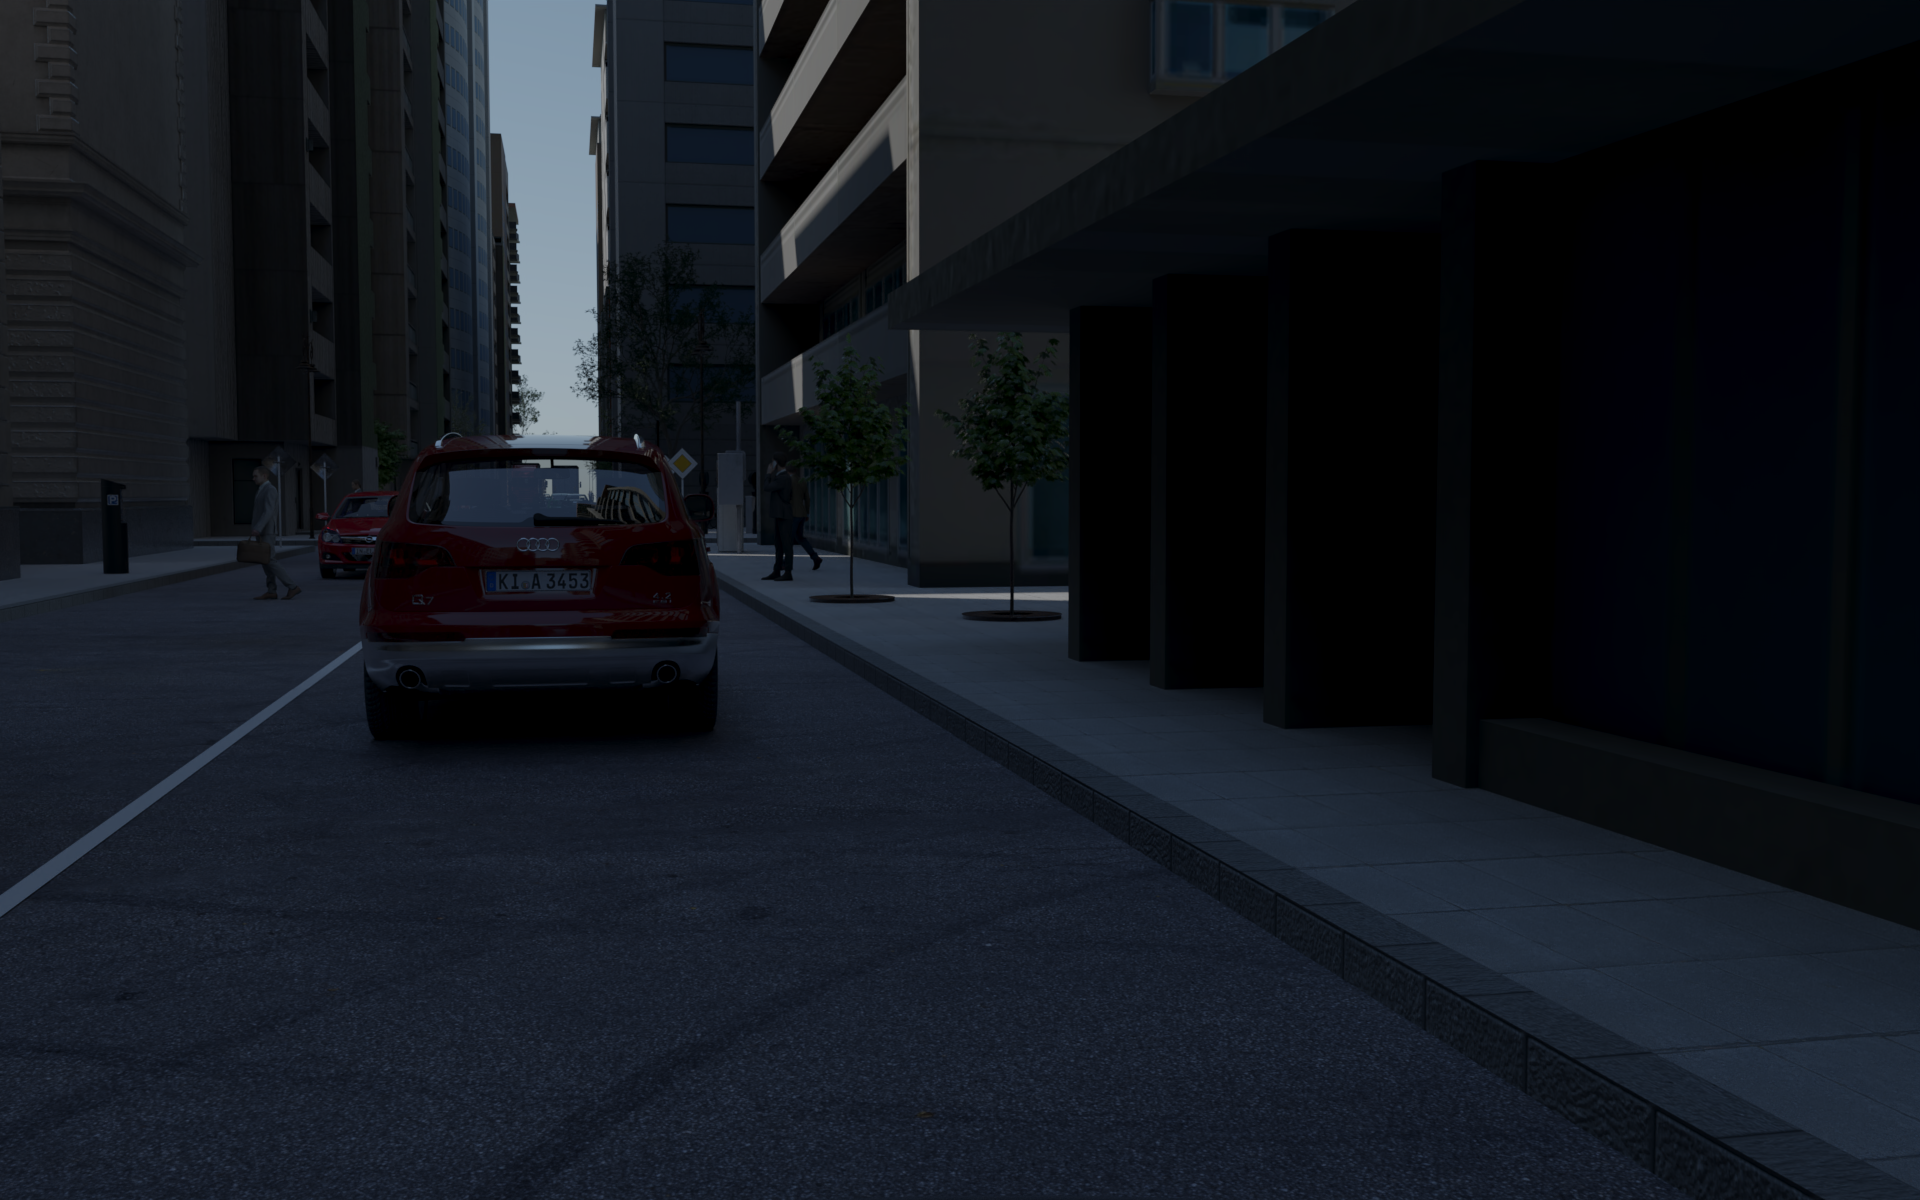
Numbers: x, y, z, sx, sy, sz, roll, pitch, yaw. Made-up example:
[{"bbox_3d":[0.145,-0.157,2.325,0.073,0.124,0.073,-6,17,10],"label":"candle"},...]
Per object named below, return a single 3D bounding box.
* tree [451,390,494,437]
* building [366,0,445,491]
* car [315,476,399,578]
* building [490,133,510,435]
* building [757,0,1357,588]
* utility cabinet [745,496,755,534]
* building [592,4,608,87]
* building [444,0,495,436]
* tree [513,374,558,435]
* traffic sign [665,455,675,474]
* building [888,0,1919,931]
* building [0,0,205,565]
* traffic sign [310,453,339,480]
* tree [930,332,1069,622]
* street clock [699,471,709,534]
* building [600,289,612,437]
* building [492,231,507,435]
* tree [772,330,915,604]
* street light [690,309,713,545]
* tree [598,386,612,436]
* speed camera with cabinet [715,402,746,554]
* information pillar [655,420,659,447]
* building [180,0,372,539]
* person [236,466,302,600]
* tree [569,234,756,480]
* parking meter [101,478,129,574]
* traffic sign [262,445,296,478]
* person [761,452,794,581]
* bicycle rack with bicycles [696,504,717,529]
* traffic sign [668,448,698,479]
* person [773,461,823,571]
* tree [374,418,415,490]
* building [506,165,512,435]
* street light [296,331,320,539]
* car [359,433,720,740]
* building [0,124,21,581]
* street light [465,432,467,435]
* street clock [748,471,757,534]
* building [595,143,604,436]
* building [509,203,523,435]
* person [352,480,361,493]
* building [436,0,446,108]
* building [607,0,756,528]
[{"bbox_3d":[-34.474,-10.383,120.131,4.360,8.622,3.978,0,3,0],"label":"tree"},{"bbox_3d":[-30.317,-23.932,74.884,14.154,41.232,14.086,-1,4,-13],"label":"building"},{"bbox_3d":[-10.317,-1.342,30.974,2.155,1.783,4.494,-1,4,-12],"label":"car"},{"bbox_3d":[-61.851,-34.171,208.811,14.600,45.320,14.200,-1,4,-13],"label":"building"},{"bbox_3d":[7.529,-25.139,34.723,21.300,48.544,21.600,-1,4,-13],"label":"building"},{"bbox_3d":[-6.579,-2.783,56.657,0.306,1.237,1.020,2,4,32],"label":"utility cabinet"},{"bbox_3d":[-24.766,-36.609,187.797,28.713,52.752,27.495,-1,4,-13],"label":"building"},{"bbox_3d":[-55.248,-37.916,161.926,21.231,58.520,28.212,-1,4,-13],"label":"building"},{"bbox_3d":[-70.712,-25.700,276.086,12.611,20.169,13.585,0,3,0],"label":"tree"},{"bbox_3d":[-8.720,-3.010,51.398,0.795,2.593,0.064,-1,4,-13],"label":"traffic sign"},{"bbox_3d":[12.986,-21.250,2.062,22.147,44.769,28.867,-1,4,-13],"label":"building"},{"bbox_3d":[-26.082,-12.519,33.558,19.941,23.489,11.050,-1,4,-13],"label":"building"},{"bbox_3d":[-18.084,-2.882,49.314,0.795,2.593,0.064,-1,4,-13],"label":"traffic sign"},{"bbox_3d":[0.555,-1.410,17.654,1.663,3.219,1.824,0,3,0],"label":"tree"},{"bbox_3d":[-8.157,-3.100,55.254,0.358,2.002,0.471,0,4,5],"label":"street clock"},{"bbox_3d":[-19.052,-19.336,161.185,27.650,21.520,28.899,-1,4,-13],"label":"building"},{"bbox_3d":[-56.020,-25.289,185.183,14.160,30.474,14.107,-1,4,-13],"label":"building"},{"bbox_3d":[-1.420,-1.592,20.635,1.663,3.219,1.824,0,3,0],"label":"tree"},{"bbox_3d":[-6.452,-4.314,43.320,0.468,5.910,1.993,-1,4,-13],"label":"street light"},{"bbox_3d":[-18.008,-8.943,96.581,4.360,8.622,3.978,0,3,0],"label":"tree"},{"bbox_3d":[-5.025,-2.659,37.803,0.660,3.252,2.038,-1,4,-8],"label":"speed camera with cabinet"},{"bbox_3d":[-9.553,-3.874,54.688,0.183,3.616,0.504,-1,4,-17],"label":"information pillar"},{"bbox_3d":[-26.347,-17.235,53.497,14.160,30.474,14.107,-1,4,-13],"label":"building"},{"bbox_3d":[-9.412,-0.909,23.478,0.853,1.813,0.709,-2,4,-35],"label":"person"},{"bbox_3d":[-10.050,-7.770,61.449,8.767,10.594,7.601,0,4,5],"label":"tree"},{"bbox_3d":[-13.619,-1.193,27.909,0.372,1.533,0.369,0,3,0],"label":"parking meter"},{"bbox_3d":[-16.326,-2.406,41.524,0.795,2.593,0.064,-1,4,-13],"label":"traffic sign"},{"bbox_3d":[-2.693,-1.233,25.567,0.474,1.900,0.648,-1,4,-10],"label":"person"},{"bbox_3d":[-9.481,-3.073,63.622,2.925,0.926,2.852,-1,4,-17],"label":"bicycle rack with bicycles"},{"bbox_3d":[-6.962,-2.533,43.608,0.795,2.593,0.064,-1,4,-13],"label":"traffic sign"},{"bbox_3d":[-2.720,-1.412,29.038,0.836,1.842,0.656,0,4,-2],"label":"person"},{"bbox_3d":[-22.880,-5.095,67.017,4.285,4.588,4.351,0,3,0],"label":"tree"},{"bbox_3d":[-69.849,-36.806,225.477,21.300,48.544,21.600,-1,4,-13],"label":"building"},{"bbox_3d":[-18.560,-4.688,49.436,0.468,5.910,1.993,-1,4,-13],"label":"street light"},{"bbox_3d":[-2.779,-0.191,11.797,2.281,1.827,5.304,-1,4,-12],"label":"car"},{"bbox_3d":[-17.202,-13.172,12.619,12.463,27.353,25.104,-1,4,-13],"label":"building"},{"bbox_3d":[-35.387,-9.261,124.206,0.468,5.910,1.993,-1,4,-13],"label":"street light"},{"bbox_3d":[-6.521,-3.112,55.449,0.471,2.002,0.358,-3,4,-36],"label":"street clock"},{"bbox_3d":[-38.319,-34.679,217.106,14.600,45.320,14.200,-1,4,-13],"label":"building"},{"bbox_3d":[-75.021,-36.450,250.573,22.147,44.769,28.867,-1,4,-13],"label":"building"},{"bbox_3d":[-15.004,-2.077,42.727,0.573,1.790,0.520,-3,5,-43],"label":"person"},{"bbox_3d":[-41.060,-29.051,98.686,21.300,48.544,21.600,-1,4,-13],"label":"building"},{"bbox_3d":[-5.658,-32.896,79.841,21.231,58.520,28.212,-1,4,-13],"label":"building"}]
